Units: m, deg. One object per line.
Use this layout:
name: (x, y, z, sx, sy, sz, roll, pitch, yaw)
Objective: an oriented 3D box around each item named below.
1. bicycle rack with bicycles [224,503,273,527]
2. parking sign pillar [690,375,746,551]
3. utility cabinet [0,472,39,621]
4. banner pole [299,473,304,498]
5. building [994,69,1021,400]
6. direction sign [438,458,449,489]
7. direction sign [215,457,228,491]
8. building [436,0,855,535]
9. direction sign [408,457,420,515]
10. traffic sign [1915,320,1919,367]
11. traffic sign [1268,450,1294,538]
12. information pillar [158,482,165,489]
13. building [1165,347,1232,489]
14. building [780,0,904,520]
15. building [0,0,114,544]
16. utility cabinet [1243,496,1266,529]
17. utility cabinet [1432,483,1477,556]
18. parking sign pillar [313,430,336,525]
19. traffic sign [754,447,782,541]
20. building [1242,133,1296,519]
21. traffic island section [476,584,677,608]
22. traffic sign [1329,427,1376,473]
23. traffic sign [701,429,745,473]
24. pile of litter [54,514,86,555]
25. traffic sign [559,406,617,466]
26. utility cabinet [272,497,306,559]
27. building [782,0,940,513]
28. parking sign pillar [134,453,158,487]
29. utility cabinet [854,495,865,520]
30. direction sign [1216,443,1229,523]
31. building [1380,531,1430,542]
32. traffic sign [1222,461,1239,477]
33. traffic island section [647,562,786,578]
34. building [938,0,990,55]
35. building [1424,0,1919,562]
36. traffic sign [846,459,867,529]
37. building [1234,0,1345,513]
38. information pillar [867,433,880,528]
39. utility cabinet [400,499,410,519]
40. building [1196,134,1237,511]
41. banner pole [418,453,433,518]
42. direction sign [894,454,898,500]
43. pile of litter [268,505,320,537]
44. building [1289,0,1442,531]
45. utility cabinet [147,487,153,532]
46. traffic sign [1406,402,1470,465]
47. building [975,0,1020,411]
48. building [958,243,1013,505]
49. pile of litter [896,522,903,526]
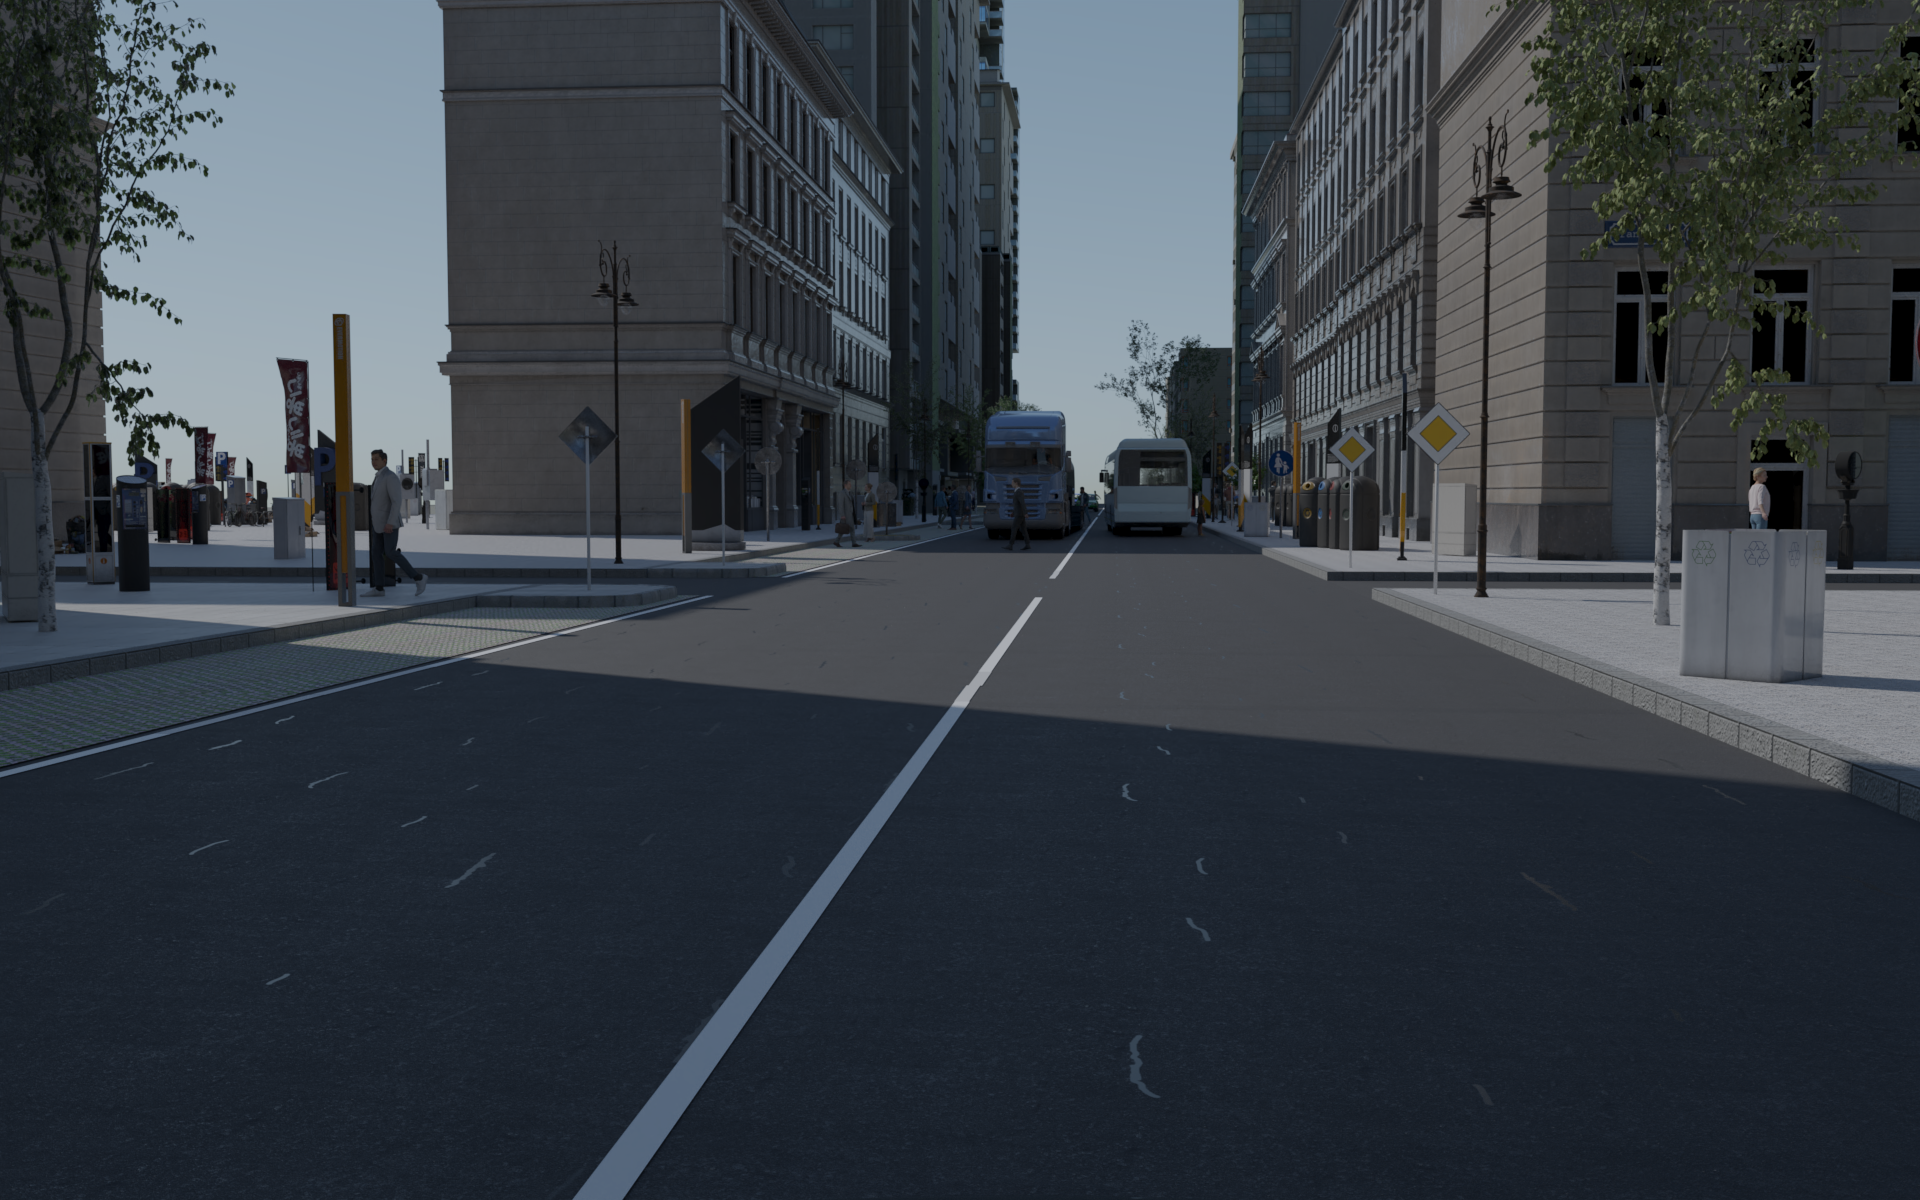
bicycle rack with bicycles: (-27.809, -3.351, 68.179, 2.852, 0.926, 2.925, 1, 4, 18)
parking sign pillar: (-5.626, -3.125, 39.560, 1.447, 3.967, 1.447, 0, 4, 4)
utility cabinet: (-9.622, -0.554, 17.735, 0.318, 1.500, 1.173, -2, 4, -31)
banner pole: (-21.268, -4.031, 55.919, 0.401, 3.779, 0.863, -2, 4, -29)
building: (-7.246, -38.631, 220.850, 28.713, 52.752, 27.495, 0, 4, 5)
direction sign: (-32.240, -7.107, 108.192, 0.379, 3.537, 0.876, 2, 4, 30)
direction sign: (-46.169, -7.130, 108.565, 0.379, 3.537, 0.876, 2, 4, 29)
building: (-11.552, -12.476, 54.896, 10.553, 20.767, 40.483, 0, 4, 5)
direction sign: (-33.117, -6.943, 105.508, 0.876, 3.537, 0.379, -1, 4, -14)
traffic sign: (5.939, -0.613, 10.125, 0.768, 2.556, 0.104, 0, 4, 6)
traffic sign: (9.332, -3.071, 50.312, 0.768, 2.556, 0.104, 1, 4, 14)
information pillar: (-47.455, -6.026, 103.012, 0.304, 2.012, 0.304, 3, 4, 39)
building: (43.692, -24.641, 247.914, 27.650, 21.520, 28.899, 0, 4, 5)
building: (-12.713, -15.718, 90.277, 16.112, 22.955, 30.059, 0, 4, 5)
building: (-35.434, -14.919, 41.188, 25.104, 27.353, 12.463, 0, 4, 5)
utility cabinet: (10.664, -3.163, 62.877, 0.306, 1.237, 1.020, -2, 4, -26)
utility cabinet: (10.300, -1.675, 36.060, 0.318, 1.500, 1.173, -1, 4, -18)
parking sign pillar: (-26.212, -5.112, 72.057, 1.447, 3.967, 1.447, 1, 4, 19)
traffic sign: (-5.231, -2.878, 47.162, 0.768, 2.556, 0.104, 1, 4, 10)
building: (21.672, -15.708, 92.974, 11.583, 22.565, 21.152, 0, 4, 5)
traffic island section: (-4.981, -0.051, 23.111, 2.009, 0.180, 2.903, 0, 4, 5)
traffic sign: (6.800, -1.701, 29.995, 0.795, 2.593, 0.064, 0, 4, 5)
traffic sign: (-4.249, -1.762, 30.996, 0.795, 2.593, 0.064, 0, 4, 5)
pile of litter: (-19.304, -1.432, 37.371, 1.176, 0.858, 1.719, 1, 4, 22)
traffic sign: (-4.957, -1.275, 23.042, 0.795, 2.593, 0.064, 0, 4, 5)
utility cabinet: (-13.343, -1.426, 34.477, 0.306, 1.237, 1.020, 0, 4, -2)
building: (-8.998, -26.341, 114.265, 14.154, 41.232, 14.086, 0, 4, 5)
parking sign pillar: (-50.428, -7.268, 107.302, 1.447, 3.967, 1.447, 0, 4, -8)
utility cabinet: (-4.665, -4.471, 84.266, 1.020, 1.237, 0.306, 1, 4, 11)
direction sign: (11.633, -5.183, 76.731, 0.876, 3.537, 0.379, -3, 5, -43)
building: (17.799, -12.570, 54.674, 9.793, 20.994, 18.267, 0, 4, 5)
traffic sign: (10.929, -4.266, 69.483, 0.795, 2.593, 0.064, 1, 4, 15)
traffic island section: (-4.273, -0.537, 31.065, 2.009, 0.180, 2.903, 0, 4, 5)
building: (-12.357, -35.093, 163.001, 28.713, 52.752, 27.495, 0, 4, 5)
building: (23.723, -14.672, 37.147, 25.104, 27.353, 12.463, 0, 4, 5)
traffic sign: (-3.791, -3.858, 63.181, 0.768, 2.556, 0.104, 0, 4, 8)
building: (26.191, -26.721, 120.482, 14.154, 41.232, 14.086, 0, 4, 5)
information pillar: (-3.316, -4.581, 66.249, 0.504, 3.616, 0.183, -3, 5, -42)
utility cabinet: (-28.840, -4.920, 89.116, 1.173, 1.500, 0.318, 2, 4, 27)
building: (38.542, -28.835, 163.334, 32.217, 40.220, 23.993, 0, 4, 5)
banner pole: (-28.688, -6.288, 92.834, 0.401, 3.779, 0.863, 2, 4, 35)
direction sign: (-3.624, -6.485, 98.019, 0.379, 3.537, 0.876, -1, 4, -12)
pile of litter: (-19.825, -2.334, 52.118, 1.176, 0.858, 1.719, 0, 4, 6)
building: (19.727, -13.718, 73.446, 9.793, 20.994, 18.267, 0, 4, 5)
utility cabinet: (-27.083, -2.961, 57.089, 0.318, 1.500, 1.173, 0, 4, 5)
traffic sign: (6.092, -1.214, 22.041, 0.795, 2.593, 0.064, 0, 4, 5)
building: (-1.298, -57.243, 248.599, 22.319, 86.520, 31.000, 0, 4, 5)
building: (-1.328, -26.206, 200.161, 14.160, 30.474, 14.107, 0, 4, 5)
pile of litter: (-2.863, -3.407, 69.672, 1.176, 0.858, 1.719, 1, 4, 13)
